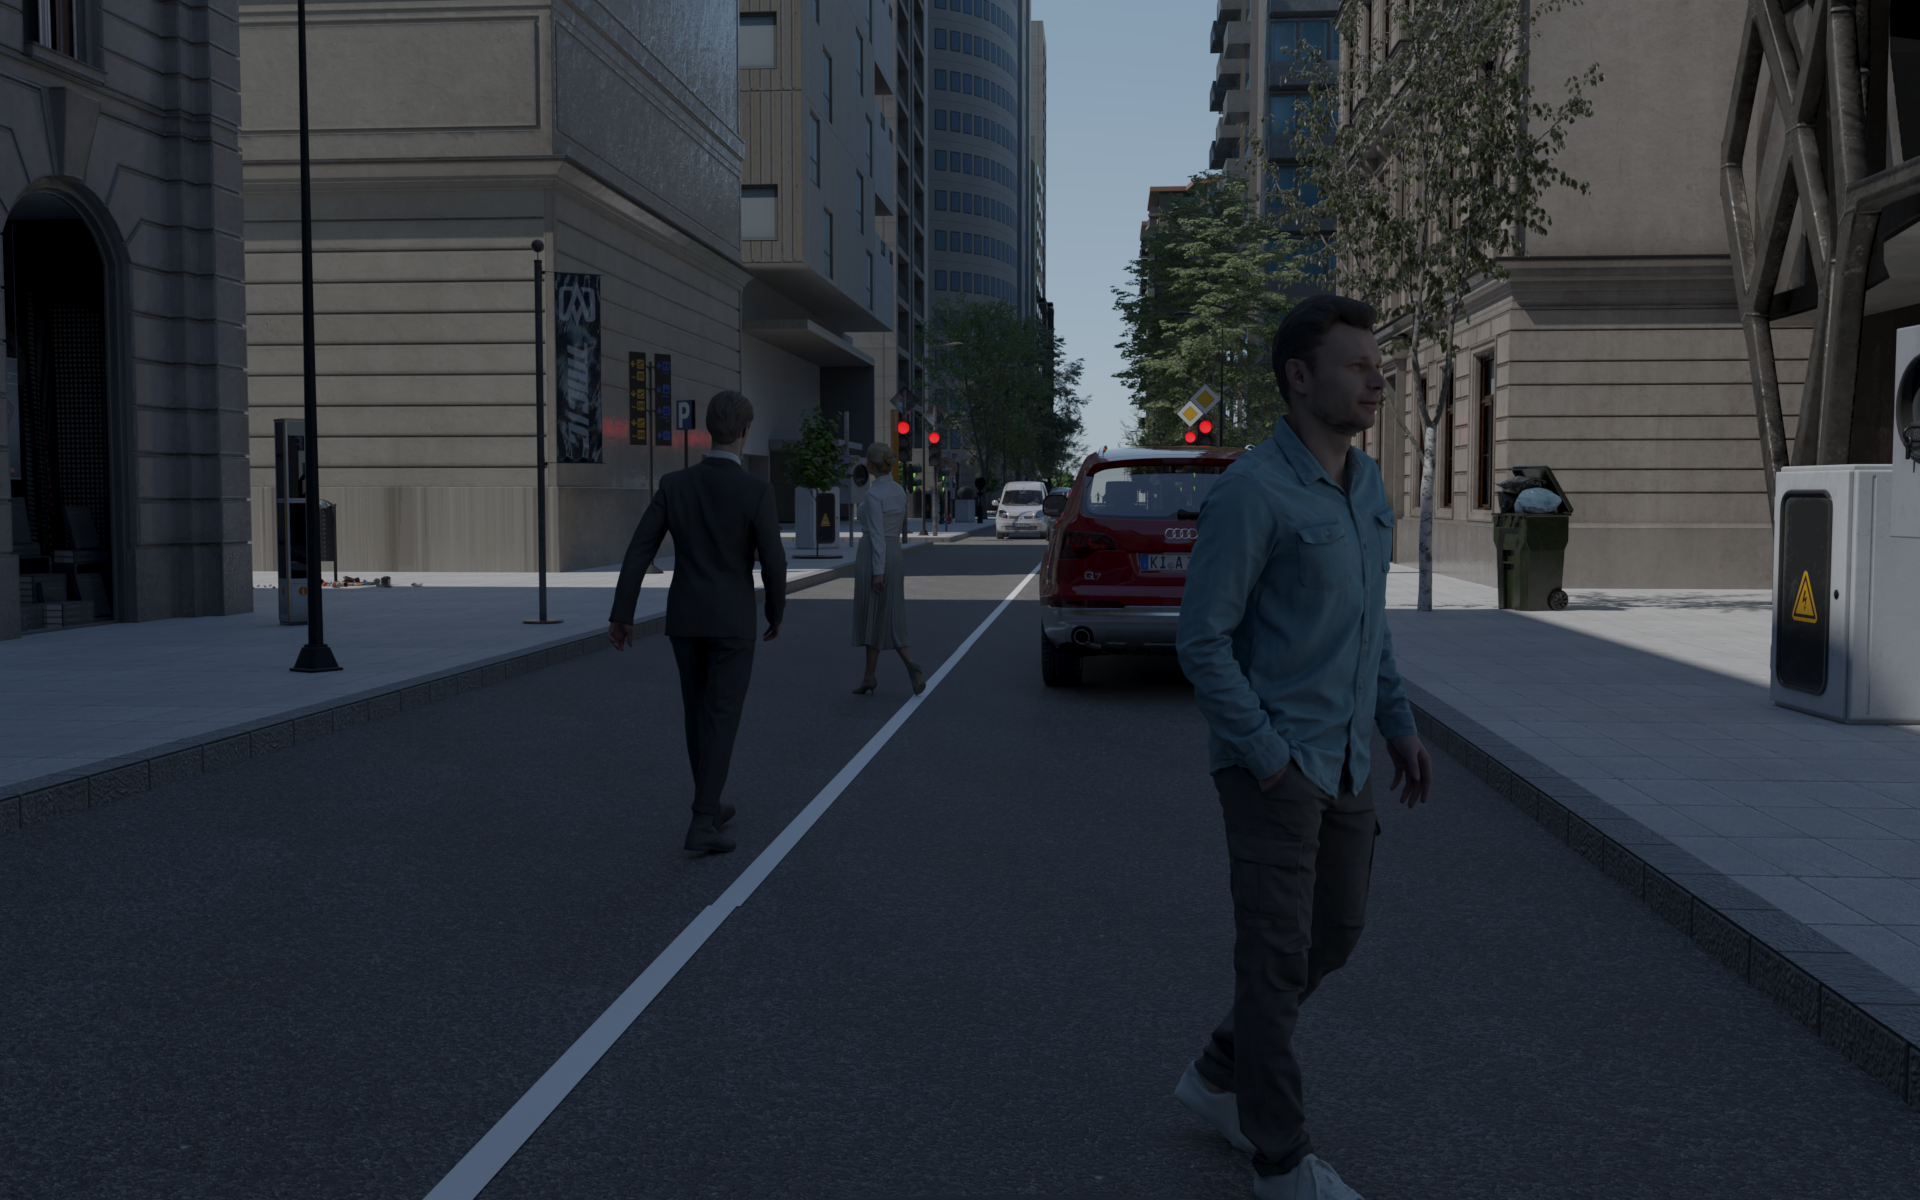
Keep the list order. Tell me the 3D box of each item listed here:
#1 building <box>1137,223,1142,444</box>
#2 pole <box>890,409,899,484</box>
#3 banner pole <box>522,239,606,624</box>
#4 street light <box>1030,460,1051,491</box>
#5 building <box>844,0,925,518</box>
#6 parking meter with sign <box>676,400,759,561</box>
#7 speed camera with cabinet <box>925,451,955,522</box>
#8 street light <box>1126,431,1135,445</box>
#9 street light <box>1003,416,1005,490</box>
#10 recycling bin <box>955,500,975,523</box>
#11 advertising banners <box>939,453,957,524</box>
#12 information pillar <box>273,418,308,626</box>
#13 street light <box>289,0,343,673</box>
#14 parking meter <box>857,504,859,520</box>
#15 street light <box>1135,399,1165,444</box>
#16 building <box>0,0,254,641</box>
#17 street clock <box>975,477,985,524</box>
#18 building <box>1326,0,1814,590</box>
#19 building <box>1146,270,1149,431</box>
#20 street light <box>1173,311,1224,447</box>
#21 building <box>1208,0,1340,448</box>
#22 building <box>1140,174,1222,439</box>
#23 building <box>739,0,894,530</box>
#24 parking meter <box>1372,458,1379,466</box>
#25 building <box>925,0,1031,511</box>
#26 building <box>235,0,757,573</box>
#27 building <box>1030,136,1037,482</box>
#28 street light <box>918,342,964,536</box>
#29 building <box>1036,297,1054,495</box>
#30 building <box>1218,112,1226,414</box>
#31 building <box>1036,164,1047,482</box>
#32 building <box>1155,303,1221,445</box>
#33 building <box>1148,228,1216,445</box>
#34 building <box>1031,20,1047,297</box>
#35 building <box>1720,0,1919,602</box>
[{"bbox_3d":[38.962,-37.645,270.111,22.147,44.769,28.867,0,4,5],"label":"building"},{"bbox_3d":[-1.575,-2.931,41.763,0.158,3.312,0.155,0,3,0],"label":"pole"},{"bbox_3d":[-3.947,-1.665,17.240,0.863,3.779,0.401,-2,4,-28],"label":"banner pole"},{"bbox_3d":[5.816,-9.583,129.221,1.470,5.913,1.316,0,4,5],"label":"street light"},{"bbox_3d":[-10.513,-40.611,102.241,20.563,71.187,20.611,0,4,5],"label":"building"},{"bbox_3d":[-4.453,-2.231,32.745,1.738,3.016,0.543,-3,5,-40],"label":"parking meter with sign"},{"bbox_3d":[-0.970,-5.213,79.569,0.660,3.252,2.038,-2,4,-30],"label":"speed camera with cabinet"},{"bbox_3d":[13.139,-9.448,127.018,1.470,5.913,1.316,0,4,5],"label":"street light"},{"bbox_3d":[2.989,-7.537,95.778,1.470,5.913,1.316,0,4,5],"label":"street light"},{"bbox_3d":[0.223,-4.011,78.141,0.722,1.027,0.722,1,4,23],"label":"recycling bin"},{"bbox_3d":[-0.502,-4.754,73.911,0.090,3.025,2.074,1,4,21],"label":"advertising banners"},{"bbox_3d":[-6.501,-0.763,16.975,0.304,2.012,0.304,-3,5,-39],"label":"information pillar"},{"bbox_3d":[-4.137,-2.435,12.348,1.470,5.913,1.316,0,4,5],"label":"street light"},{"bbox_3d":[-4.897,-4.698,85.229,0.372,1.533,0.369,0,3,0],"label":"parking meter"},{"bbox_3d":[9.440,-6.852,84.577,1.470,5.913,1.316,0,4,5],"label":"street light"},{"bbox_3d":[-14.488,-10.114,7.164,13.314,21.916,24.055,0,4,5],"label":"building"},{"bbox_3d":[0.877,-4.339,75.508,0.358,2.002,0.471,3,5,41],"label":"street clock"},{"bbox_3d":[12.762,-10.212,31.595,10.561,19.102,19.286,0,4,5],"label":"building"},{"bbox_3d":[30.709,-27.408,219.814,14.160,30.474,14.107,0,4,5],"label":"building"},{"bbox_3d":[6.122,-4.381,44.169,1.470,5.913,1.316,0,4,5],"label":"street light"},{"bbox_3d":[25.535,-29.156,96.311,23.786,49.044,30.456,0,4,5],"label":"building"},{"bbox_3d":[36.982,-35.849,240.759,22.147,44.769,28.867,0,4,5],"label":"building"},{"bbox_3d":[-17.258,-29.291,68.148,28.713,52.752,27.495,0,4,5],"label":"building"},{"bbox_3d":[6.568,-1.364,28.017,0.255,1.863,0.399,3,4,39],"label":"parking meter"},{"bbox_3d":[-4.140,-38.458,170.791,21.231,58.520,28.212,0,4,5],"label":"building"},{"bbox_3d":[-20.098,-12.396,35.960,30.059,22.955,16.112,0,4,5],"label":"building"},{"bbox_3d":[1.186,-31.130,192.562,14.154,41.232,14.086,0,4,5],"label":"building"},{"bbox_3d":[-0.581,-4.935,53.229,1.470,5.913,1.316,0,4,5],"label":"street light"},{"bbox_3d":[6.405,-29.326,251.180,14.160,30.474,14.107,0,4,5],"label":"building"},{"bbox_3d":[34.286,-27.558,142.450,32.217,40.220,23.993,0,4,5],"label":"building"},{"bbox_3d":[-0.593,-37.265,228.885,23.786,49.044,30.456,0,4,5],"label":"building"},{"bbox_3d":[33.537,-19.918,170.703,27.650,21.520,28.899,0,4,5],"label":"building"},{"bbox_3d":[28.525,-25.730,192.393,14.160,30.474,14.107,0,4,5],"label":"building"},{"bbox_3d":[5.135,-50.755,268.098,20.563,71.187,20.611,0,4,5],"label":"building"},{"bbox_3d":[15.598,-8.920,13.287,16.820,18.784,16.811,0,4,5],"label":"building"}]
